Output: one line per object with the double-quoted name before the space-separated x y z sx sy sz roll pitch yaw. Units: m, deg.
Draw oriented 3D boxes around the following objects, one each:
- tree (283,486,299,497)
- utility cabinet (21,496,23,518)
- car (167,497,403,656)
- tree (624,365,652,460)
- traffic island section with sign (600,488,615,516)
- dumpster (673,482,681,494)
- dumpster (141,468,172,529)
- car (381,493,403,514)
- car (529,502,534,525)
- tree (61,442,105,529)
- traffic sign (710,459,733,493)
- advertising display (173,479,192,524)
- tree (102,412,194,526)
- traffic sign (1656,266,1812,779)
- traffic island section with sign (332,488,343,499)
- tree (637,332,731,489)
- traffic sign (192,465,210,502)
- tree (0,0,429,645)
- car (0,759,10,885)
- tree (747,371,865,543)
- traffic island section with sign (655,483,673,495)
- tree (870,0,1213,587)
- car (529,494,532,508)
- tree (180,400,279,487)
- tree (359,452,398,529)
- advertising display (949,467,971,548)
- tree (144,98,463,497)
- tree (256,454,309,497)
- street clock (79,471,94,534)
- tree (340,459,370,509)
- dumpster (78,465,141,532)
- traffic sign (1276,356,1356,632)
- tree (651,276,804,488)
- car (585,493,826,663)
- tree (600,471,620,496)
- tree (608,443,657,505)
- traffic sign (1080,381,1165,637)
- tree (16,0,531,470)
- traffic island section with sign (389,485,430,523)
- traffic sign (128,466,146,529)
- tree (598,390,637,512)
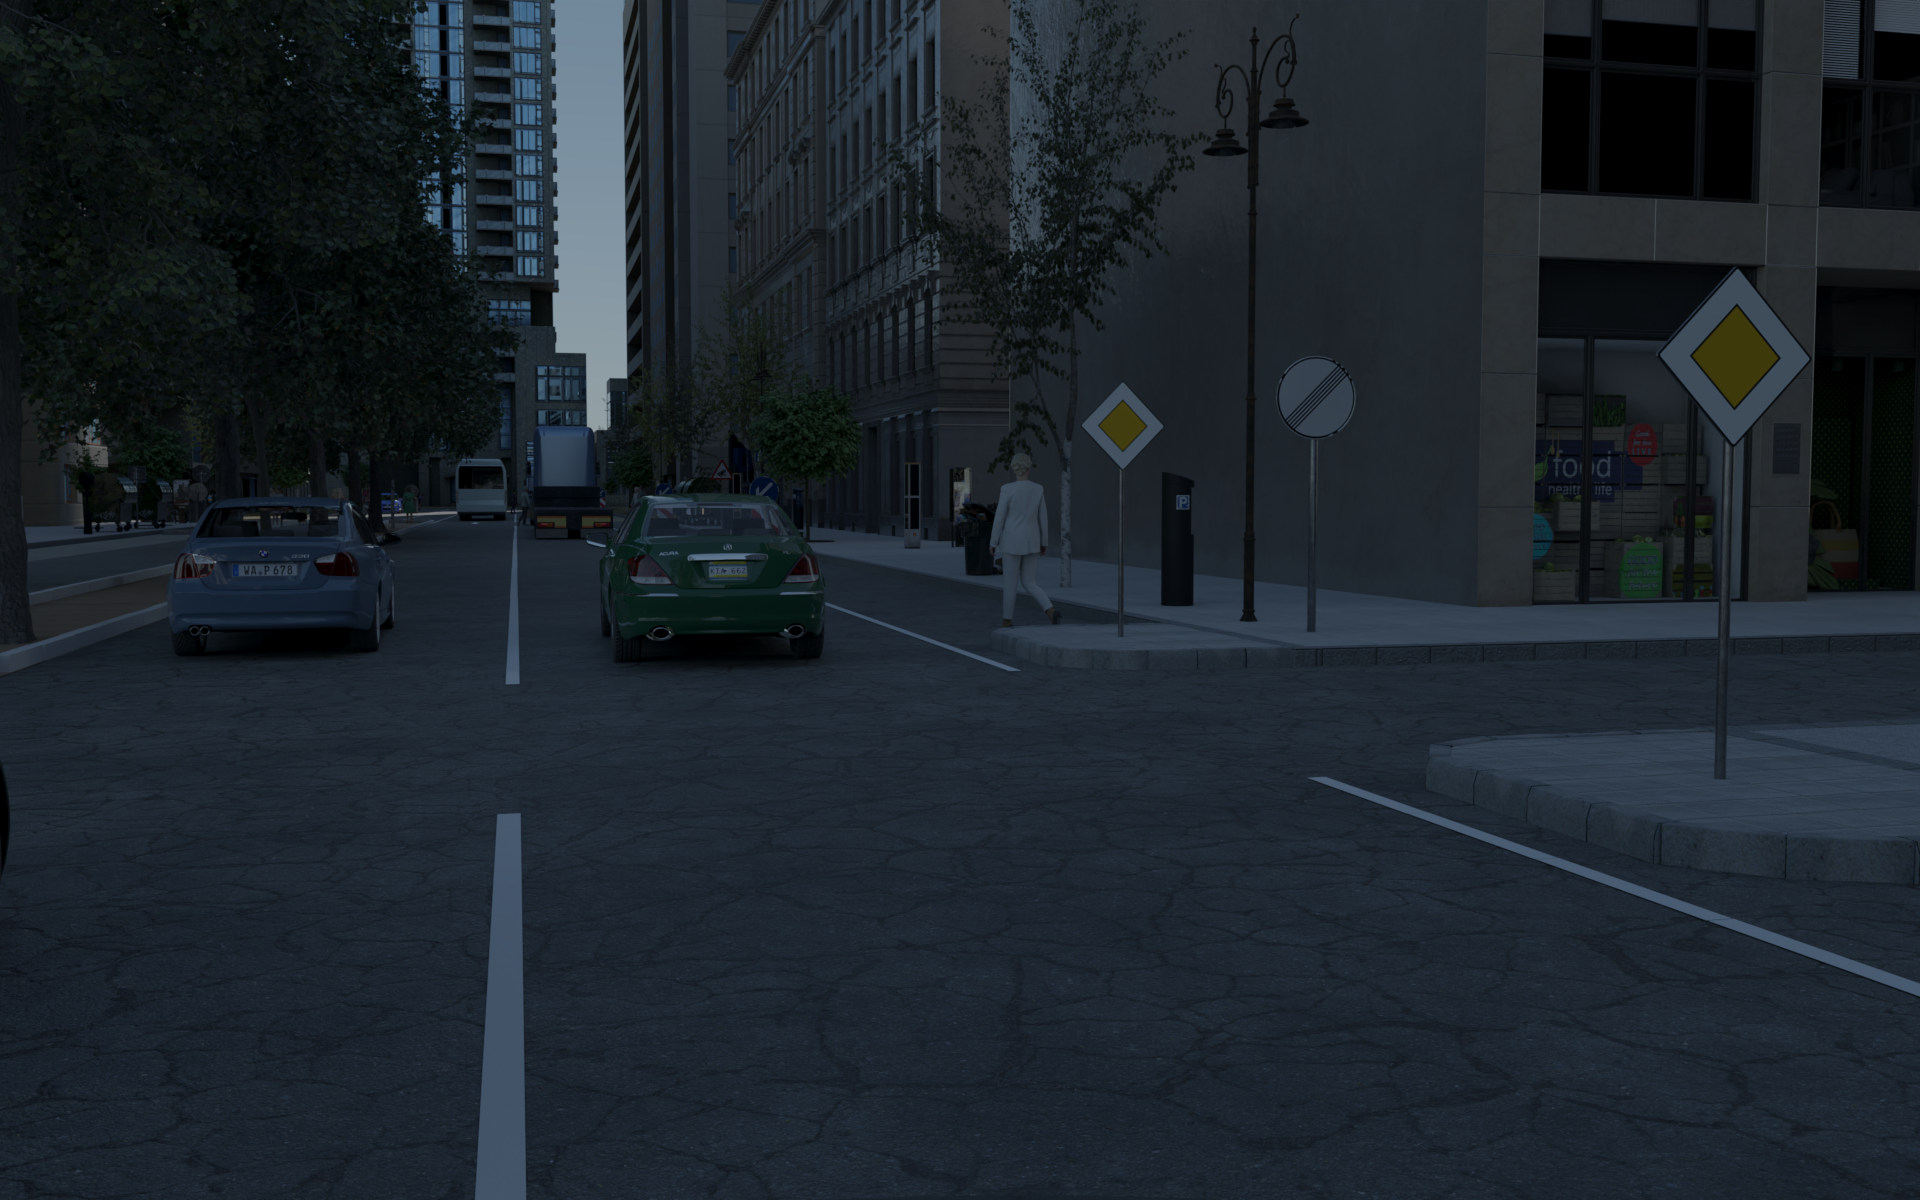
"tree" -43.482 -9.952 113.075 4.737 8.622 4.395 0 3 0
"utility cabinet" -30.334 -2.680 54.979 1.020 1.237 0.306 -1 4 -18
"car" -6.471 -0.292 16.776 2.014 1.417 4.499 -1 4 -15
"tree" -16.192 -8.776 93.847 4.737 8.622 4.395 0 3 0
"traffic island section with sign" -23.866 -6.465 114.330 1.989 1.847 2.006 -1 4 -14
"dumpster" -11.637 -4.208 74.566 1.264 1.857 1.865 -1 4 -14
"dumpster" -30.243 -3.782 64.331 1.502 2.255 1.985 -1 4 -14
"car" -41.328 -7.078 125.314 1.945 1.707 3.694 -1 4 -15
"car" -19.086 -4.209 80.617 2.131 1.459 4.920 -1 4 -14
"tree" -32.402 -4.268 64.383 1.663 3.219 1.824 0 3 0
"traffic sign" -8.794 -3.919 64.075 0.884 2.594 0.081 -1 4 -12
"advertising display" -33.878 -4.296 75.461 0.974 1.923 0.123 1 4 22
"tree" -32.750 -5.275 69.965 4.285 4.588 4.351 0 3 0
"traffic sign" 3.423 -0.251 7.742 0.795 2.450 0.064 -1 4 -14
"traffic island section with sign" -39.533 -6.208 110.135 1.989 1.847 2.006 -1 4 -14
"tree" -12.372 -7.824 78.292 4.360 8.622 3.978 0 3 0
"traffic sign" -32.921 -4.592 75.188 0.768 2.556 0.104 -1 4 -8
"tree" -9.302 -6.556 16.295 9.857 13.997 8.962 0 3 0
"car" -3.465 0.372 3.703 2.009 1.686 4.222 -1 4 -13
"tree" -4.089 -3.838 46.473 4.285 4.588 4.351 0 3 0
"traffic island section with sign" -11.352 -3.481 65.541 1.989 1.847 2.006 -1 4 -14
"tree" 1.228 -4.484 23.675 4.360 8.622 3.978 0 3 0
"car" -33.610 -7.659 137.225 2.014 1.417 4.499 -1 4 -14
"tree" -37.321 -8.417 87.980 4.737 8.622 4.395 0 3 0
"tree" -23.431 -7.247 71.302 4.360 8.622 3.978 0 3 0
"advertising display" 0.010 -2.245 41.927 0.123 1.923 0.974 2 4 26
"tree" -14.524 -6.077 36.232 8.767 10.594 7.601 -1 4 -14
"tree" -41.052 -7.450 105.525 4.285 4.588 4.351 0 3 0
"street clock" -27.741 -3.087 55.043 0.471 2.002 0.358 2 4 28
"tree" -52.368 -10.226 150.915 4.285 4.588 4.351 0 3 0
"dumpster" -28.886 -3.438 58.701 1.502 2.255 1.985 -1 4 -14
"traffic sign" 3.273 -0.976 16.056 0.768 2.556 0.104 -1 4 -9
"tree" -6.906 -6.564 57.687 4.737 8.622 4.395 0 3 0
"car" -2.421 -0.276 16.315 2.131 1.459 4.920 -1 4 -13
"tree" -29.559 -9.333 147.199 1.663 3.219 1.824 0 3 0
"tree" -20.815 -7.768 110.727 4.285 4.588 4.351 0 3 0
"traffic sign" 1.440 -0.724 15.478 0.795 2.450 0.064 -1 4 -14
"tree" -11.893 -6.630 27.870 9.611 12.733 9.660 0 3 0
"traffic island section with sign" -27.101 -4.730 85.477 2.006 1.907 1.989 -1 4 -14
"traffic sign" -29.895 -3.718 62.914 0.606 2.300 0.079 0 4 -7
"tree" -23.526 -10.520 122.371 4.360 8.622 3.978 0 3 0
